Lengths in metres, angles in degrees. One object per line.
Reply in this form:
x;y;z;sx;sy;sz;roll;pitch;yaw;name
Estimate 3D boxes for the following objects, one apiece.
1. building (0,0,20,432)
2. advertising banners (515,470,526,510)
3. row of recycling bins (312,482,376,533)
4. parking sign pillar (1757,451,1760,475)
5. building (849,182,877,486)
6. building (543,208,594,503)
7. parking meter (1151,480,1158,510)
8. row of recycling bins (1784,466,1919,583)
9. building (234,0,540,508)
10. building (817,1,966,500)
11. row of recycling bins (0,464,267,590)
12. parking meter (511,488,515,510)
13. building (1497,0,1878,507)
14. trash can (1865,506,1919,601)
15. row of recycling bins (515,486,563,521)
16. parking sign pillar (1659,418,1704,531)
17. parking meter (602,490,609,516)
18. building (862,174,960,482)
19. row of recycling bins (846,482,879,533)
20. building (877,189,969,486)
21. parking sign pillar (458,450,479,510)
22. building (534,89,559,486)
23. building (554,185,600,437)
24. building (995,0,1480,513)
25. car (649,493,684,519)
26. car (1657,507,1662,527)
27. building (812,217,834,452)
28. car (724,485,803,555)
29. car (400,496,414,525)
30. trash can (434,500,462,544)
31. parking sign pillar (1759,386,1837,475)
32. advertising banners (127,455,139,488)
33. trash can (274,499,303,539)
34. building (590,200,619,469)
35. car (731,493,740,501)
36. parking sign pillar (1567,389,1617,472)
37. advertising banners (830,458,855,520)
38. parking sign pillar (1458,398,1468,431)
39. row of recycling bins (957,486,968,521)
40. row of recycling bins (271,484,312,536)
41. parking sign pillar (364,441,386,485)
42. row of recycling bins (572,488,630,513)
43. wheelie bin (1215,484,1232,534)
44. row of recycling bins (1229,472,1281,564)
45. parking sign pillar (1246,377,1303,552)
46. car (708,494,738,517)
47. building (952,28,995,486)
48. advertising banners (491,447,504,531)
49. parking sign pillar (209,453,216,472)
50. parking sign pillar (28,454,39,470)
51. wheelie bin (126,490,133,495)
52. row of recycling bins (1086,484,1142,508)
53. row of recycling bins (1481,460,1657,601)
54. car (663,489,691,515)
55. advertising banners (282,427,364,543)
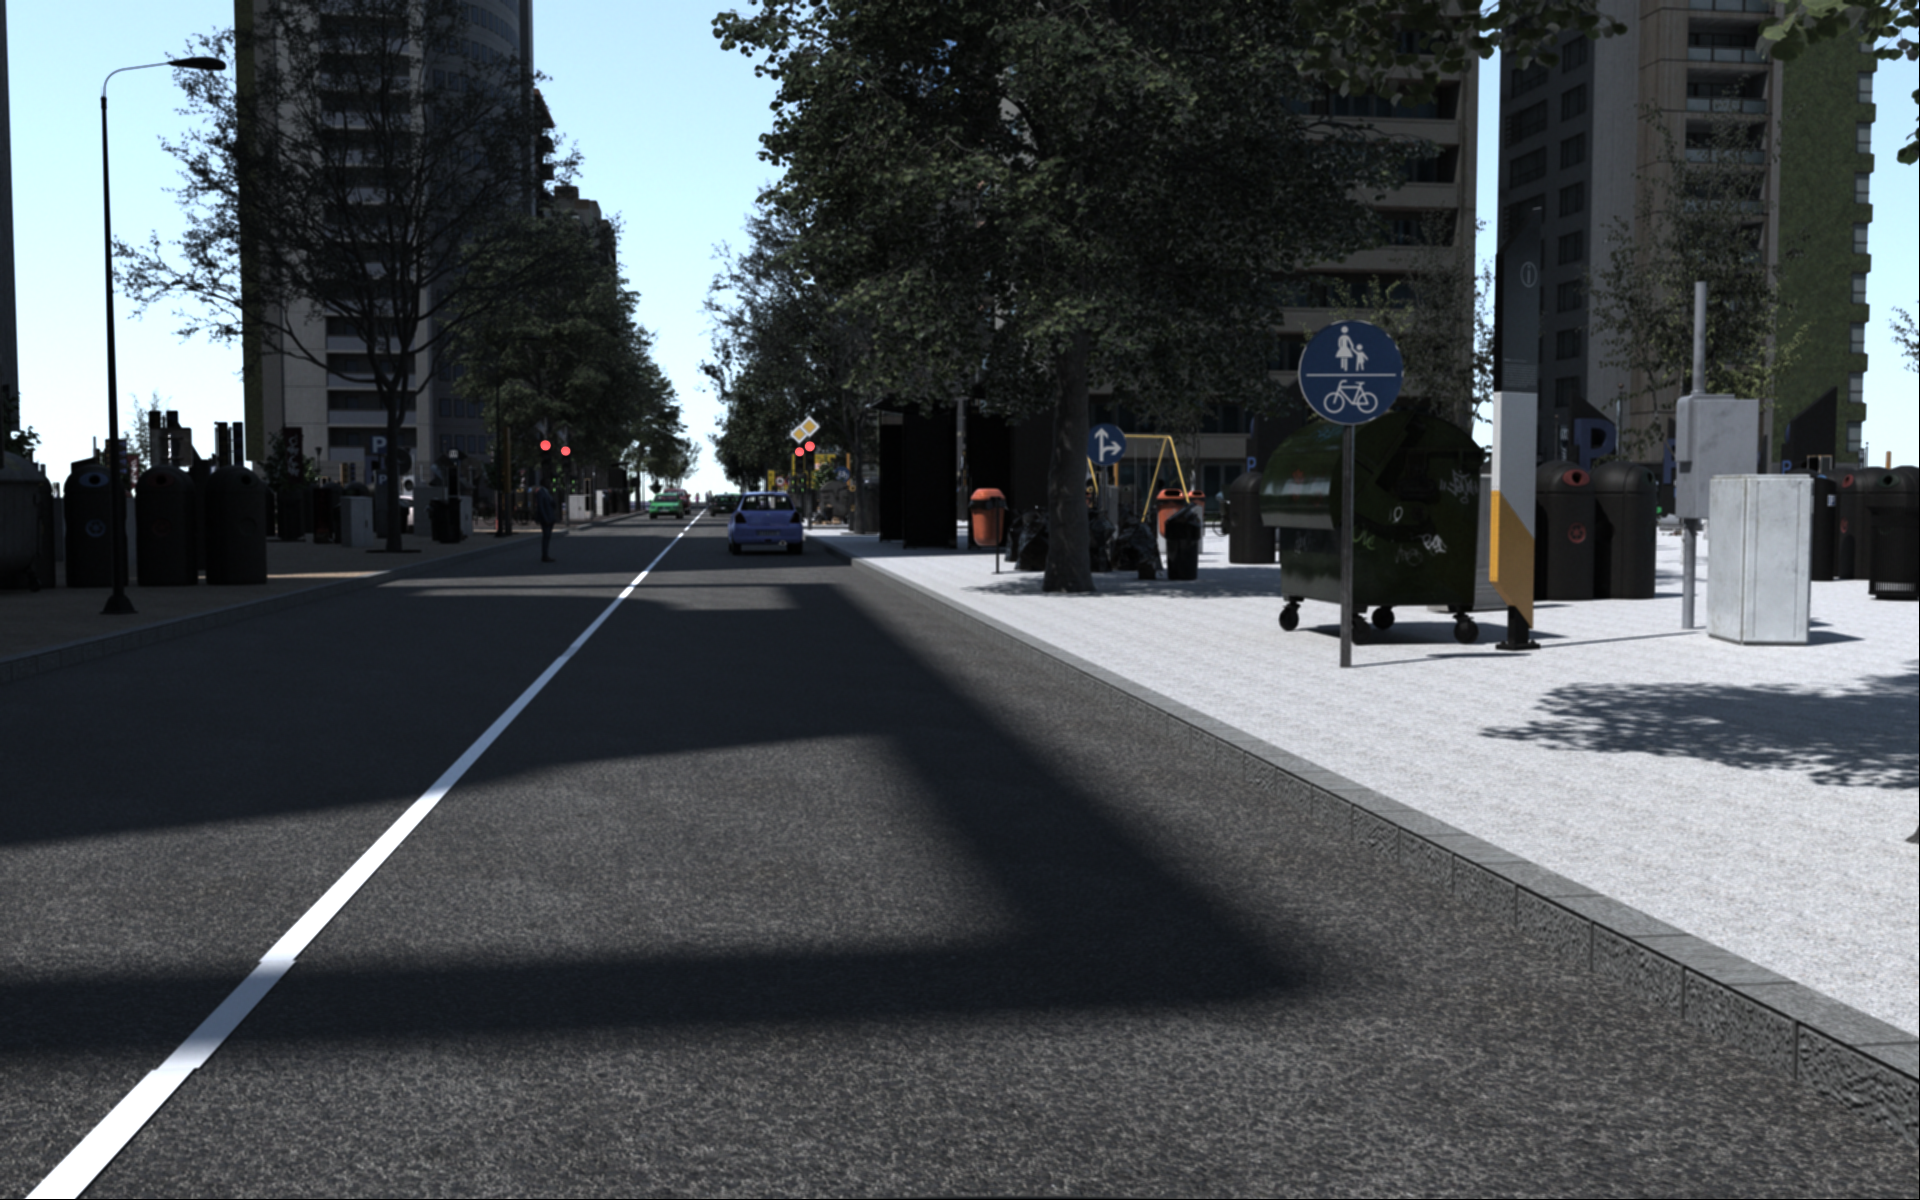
-30.382;-16.330;38.700;14.107;30.474;14.160;0;4;-8;building
-32.529;-7.945;126.091;2.074;3.025;0.090;1;4;9;advertising banners
-20.596;-3.108;57.932;1.069;1.692;3.534;3;4;36;row of recycling bins
36.284;-5.511;78.574;1.447;3.967;1.447;2;4;31;parking sign pillar
-6.283;-31.835;204.104;14.154;41.232;14.086;0;4;-8;building
-58.520;-34.074;240.704;14.154;41.232;14.086;0;4;-8;building
8.093;-4.058;72.067;0.255;1.863;0.399;0;4;8;parking meter
13.686;-1.189;26.557;1.069;1.692;3.534;0;4;-4;row of recycling bins
-49.961;-37.437;154.096;21.231;58.520;28.212;0;4;-8;building
-10.141;-57.836;258.289;22.319;86.520;31.000;0;4;-8;building
-11.580;-1.041;24.129;3.534;1.692;1.069;-2;4;-25;row of recycling bins
-25.039;-5.553;96.503;0.255;1.863;0.399;3;4;36;parking meter
38.738;-25.095;93.895;14.086;41.232;14.154;0;4;-8;building
11.372;-0.571;20.994;0.748;1.137;0.748;0;3;0;trash can
-20.438;-4.709;84.106;1.069;1.692;3.534;-3;5;-44;row of recycling bins
25.225;-4.404;60.475;1.447;3.967;1.447;-2;4;-34;parking sign pillar
-20.786;-5.702;101.637;0.372;1.533;0.369;0;3;0;parking meter
5.502;-30.257;186.579;32.217;40.220;23.993;0;4;-8;building
-3.063;-3.160;58.780;1.069;1.692;3.534;-1;4;-13;row of recycling bins
-1.177;-24.162;166.757;14.160;30.474;14.107;0;4;-8;building
-28.276;-6.775;99.240;1.447;3.967;1.447;3;5;43;parking sign pillar
-54.494;-32.296;182.667;22.147;44.769;28.867;0;4;-8;building
-60.736;-36.967;254.524;14.600;45.320;14.200;0;4;-8;building
12.928;-28.621;91.658;21.600;48.544;21.300;0;4;-8;building
-17.090;-5.631;100.855;1.959;1.807;4.718;0;4;-6;car
26.590;-3.738;69.914;4.718;1.807;1.959;-1;4;-8;car
-13.455;-41.006;290.049;23.786;49.044;30.456;0;4;-8;building
-4.775;-1.995;42.209;1.945;1.707;3.694;-1;4;-9;car
-20.817;-3.117;63.324;4.827;1.381;2.083;0;4;-8;car
-13.315;-2.043;45.059;0.748;1.137;0.748;0;3;0;trash can
21.130;-3.345;43.167;1.447;3.967;1.447;-1;4;-17;parking sign pillar
-36.333;-4.990;77.777;2.074;3.025;0.090;0;4;1;advertising banners
-18.722;-2.243;48.326;0.748;1.137;0.748;0;3;0;trash can
-68.063;-40.531;286.375;21.300;48.544;21.600;0;4;-8;building
-16.699;-7.202;126.548;1.959;1.807;4.718;0;4;-8;car
16.358;-3.439;44.696;1.447;3.967;1.447;-1;4;-14;parking sign pillar
-5.706;-5.399;84.455;0.090;3.025;2.074;2;4;33;advertising banners
13.614;-3.608;47.464;1.447;3.967;1.447;1;4;22;parking sign pillar
0.255;-4.741;84.625;1.069;1.692;3.534;-1;4;-10;row of recycling bins
-21.717;-2.779;52.557;3.534;1.692;1.069;0;4;-5;row of recycling bins
-29.703;-6.112;88.403;1.447;3.967;1.447;-1;4;-9;parking sign pillar
-23.647;-6.588;114.831;3.534;1.692;1.069;0;4;-2;row of recycling bins
8.648;-2.906;55.420;0.980;1.594;0.693;0;4;-5;wheelie bin
6.766;-1.521;31.974;3.534;1.692;1.069;0;4;-1;row of recycling bins
7.115;-3.105;39.246;1.447;3.967;1.447;-2;4;-29;parking sign pillar
-15.073;-6.167;110.609;2.009;1.686;4.222;-1;4;-10;car
11.119;-29.002;128.812;22.147;44.769;28.867;0;4;-8;building
-16.202;-3.941;60.616;0.090;3.025;2.074;-2;4;-25;advertising banners
-48.147;-7.632;113.249;1.447;3.967;1.447;-3;5;-42;parking sign pillar
-56.778;-7.186;105.962;1.447;3.967;1.447;-3;5;-42;parking sign pillar
-61.531;-7.339;127.908;0.693;1.594;0.980;0;4;2;wheelie bin
6.467;-4.039;73.148;1.069;1.692;3.534;-2;4;-30;row of recycling bins
6.860;-0.845;20.927;3.534;1.692;1.069;-1;4;-22;row of recycling bins
-20.017;-6.911;121.662;2.281;1.827;5.304;0;4;-6;car
-16.623;-2.998;45.210;2.074;3.025;0.090;0;4;-2;advertising banners
